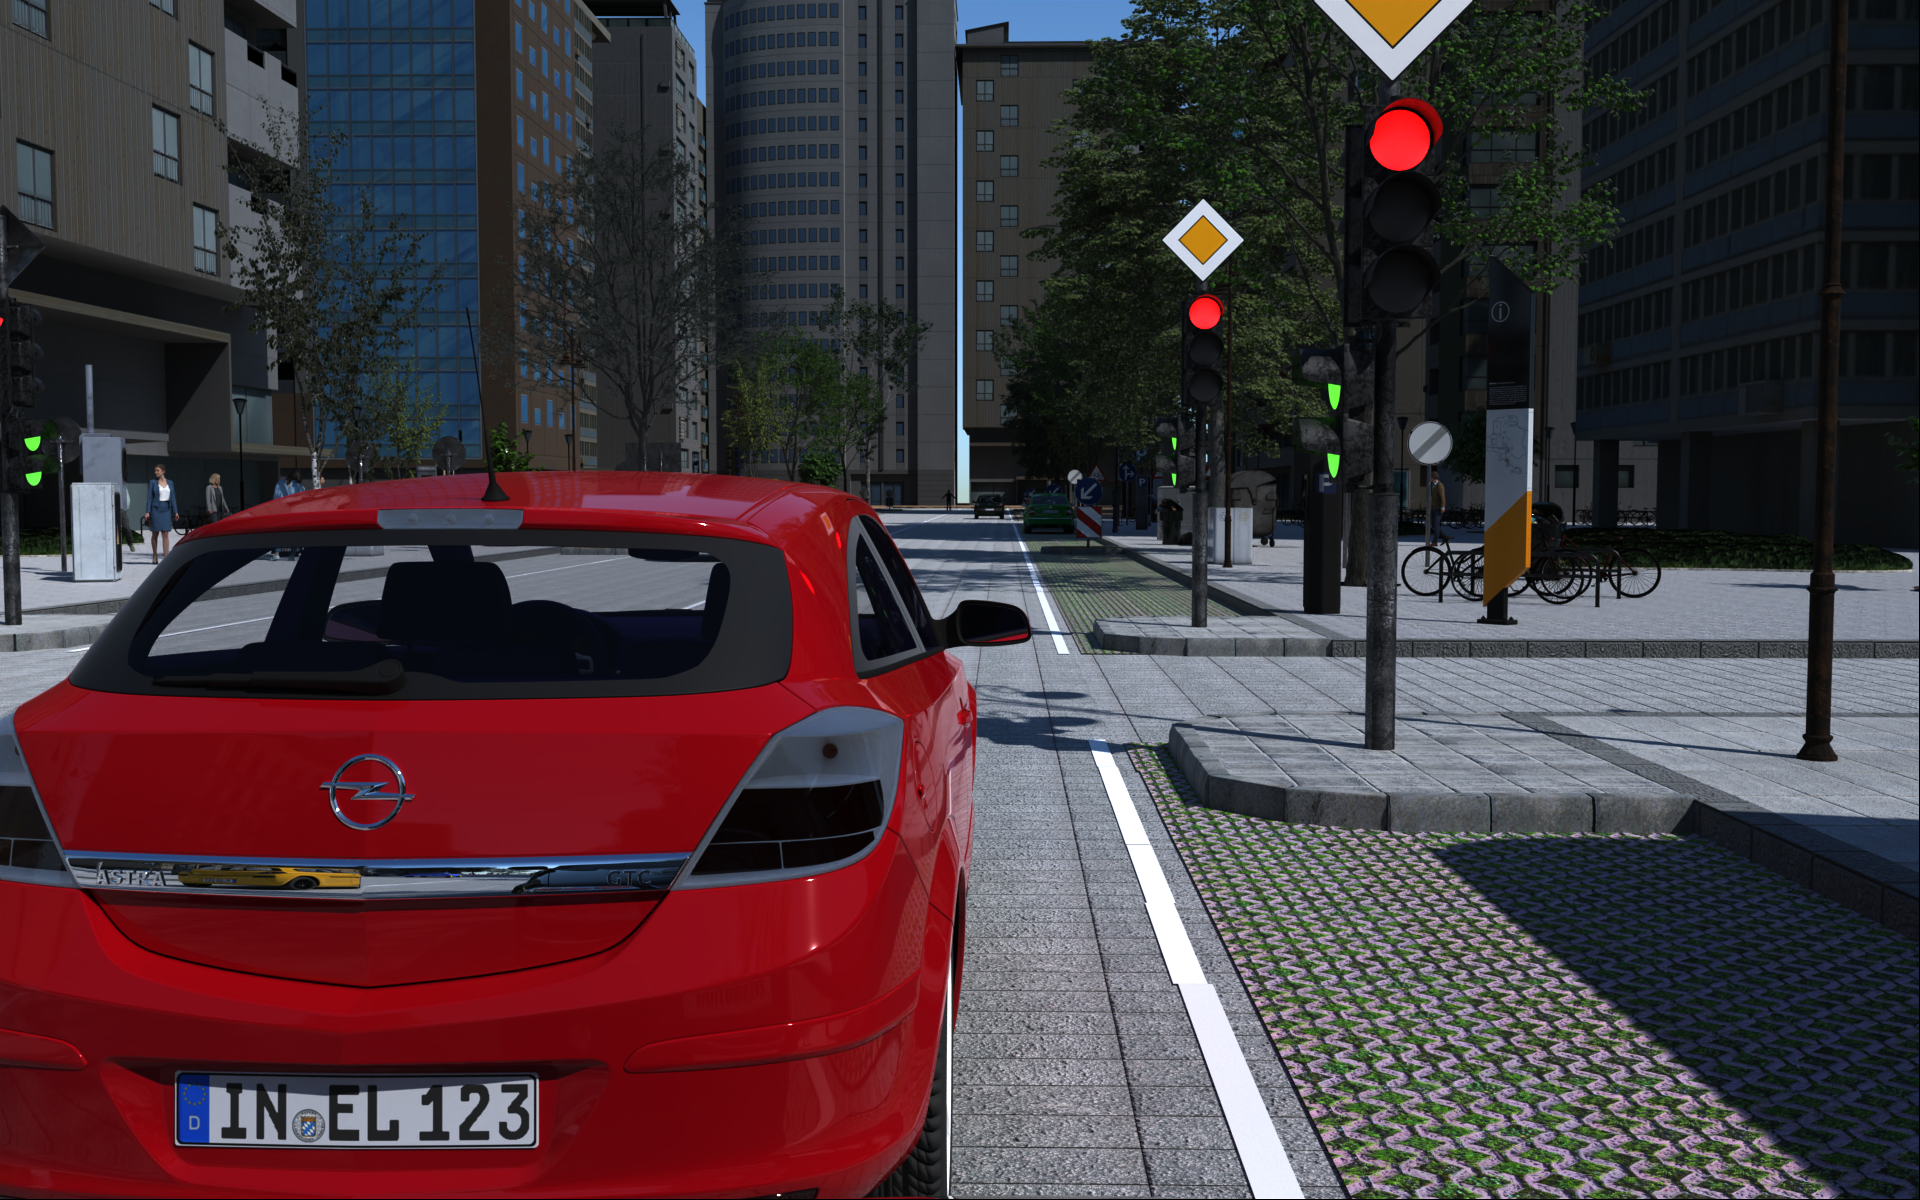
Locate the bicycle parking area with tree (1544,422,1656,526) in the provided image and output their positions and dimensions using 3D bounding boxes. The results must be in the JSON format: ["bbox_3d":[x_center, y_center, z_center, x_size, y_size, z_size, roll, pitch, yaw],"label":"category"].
[{"bbox_3d":[25.029,-5.176,71.624,9.016,4.147,8.231,1,4,21],"label":"bicycle parking area with tree"}]

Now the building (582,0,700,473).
[{"bbox_3d":[-29.677,-28.297,146.246,14.086,41.232,14.154,0,4,1],"label":"building"}]

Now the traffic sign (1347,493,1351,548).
[{"bbox_3d":[9.276,-2.517,41.256,0.768,2.556,0.104,0,4,8],"label":"traffic sign"}]

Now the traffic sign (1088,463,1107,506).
[{"bbox_3d":[5.633,-4.374,71.517,0.884,2.594,0.081,0,4,3],"label":"traffic sign"}]

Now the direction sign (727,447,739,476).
[{"bbox_3d":[-10.888,-5.586,83.326,0.876,3.537,0.379,3,4,37],"label":"direction sign"}]

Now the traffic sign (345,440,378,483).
[{"bbox_3d":[-14.117,-2.492,40.856,0.768,2.556,0.104,0,4,3],"label":"traffic sign"}]

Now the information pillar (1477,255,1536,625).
[{"bbox_3d":[5.357,-1.564,16.932,0.183,3.616,0.504,-3,5,-39],"label":"information pillar"}]

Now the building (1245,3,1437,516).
[{"bbox_3d":[30.832,-29.884,112.308,21.300,48.544,21.600,0,4,1],"label":"building"}]

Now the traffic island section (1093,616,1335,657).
[{"bbox_3d":[2.331,0.340,16.718,2.009,0.180,2.903,0,4,1],"label":"traffic island section"}]

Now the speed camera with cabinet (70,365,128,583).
[{"bbox_3d":[-12.908,-1.936,25.995,0.660,3.252,2.038,-1,4,-20],"label":"speed camera with cabinet"}]

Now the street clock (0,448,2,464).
[{"bbox_3d":[-12.361,-1.058,21.869,0.358,2.002,0.471,2,4,35],"label":"street clock"}]

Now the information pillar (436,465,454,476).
[{"bbox_3d":[-12.024,-2.201,40.475,0.304,2.012,0.304,2,4,33],"label":"information pillar"}]

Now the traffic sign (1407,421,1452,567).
[{"bbox_3d":[8.239,-1.856,30.446,0.768,2.556,0.104,1,4,9],"label":"traffic sign"}]

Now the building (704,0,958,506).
[{"bbox_3d":[-14.387,-40.200,199.269,28.212,58.520,21.231,0,4,1],"label":"building"}]

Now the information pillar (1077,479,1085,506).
[{"bbox_3d":[5.977,-4.955,85.499,0.304,2.012,0.304,-2,4,-30],"label":"information pillar"}]

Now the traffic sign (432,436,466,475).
[{"bbox_3d":[-11.233,-2.323,38.087,0.768,2.556,0.104,0,4,4],"label":"traffic sign"}]

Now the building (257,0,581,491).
[{"bbox_3d":[-30.693,-27.497,99.679,14.600,45.320,14.200,0,4,1],"label":"building"}]

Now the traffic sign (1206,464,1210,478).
[{"bbox_3d":[8.433,-3.504,57.297,0.884,2.594,0.081,0,4,4],"label":"traffic sign"}]

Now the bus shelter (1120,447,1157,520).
[{"bbox_3d":[9.036,-5.967,88.843,1.731,3.624,6.357,0,4,2],"label":"bus shelter"}]

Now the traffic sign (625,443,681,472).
[{"bbox_3d":[-12.133,-4.566,68.528,2.265,3.308,0.079,0,4,7],"label":"traffic sign"}]

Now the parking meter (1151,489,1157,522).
[{"bbox_3d":[9.108,-4.422,80.704,0.372,1.533,0.369,0,3,0],"label":"parking meter"}]

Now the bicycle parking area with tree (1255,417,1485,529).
[{"bbox_3d":[16.554,-4.891,66.978,9.016,4.147,8.231,1,4,20],"label":"bicycle parking area with tree"}]

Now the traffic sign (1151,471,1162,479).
[{"bbox_3d":[7.015,-3.646,59.613,0.884,2.594,0.081,1,4,10],"label":"traffic sign"}]

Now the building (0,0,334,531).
[{"bbox_3d":[-39.305,-28.558,56.159,28.713,52.752,27.495,0,4,1],"label":"building"}]

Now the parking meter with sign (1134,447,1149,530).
[{"bbox_3d":[6.588,-4.075,62.888,0.543,3.016,1.738,0,4,6],"label":"parking meter with sign"}]

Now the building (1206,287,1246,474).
[{"bbox_3d":[35.241,-17.975,138.924,27.650,21.520,28.899,0,4,1],"label":"building"}]

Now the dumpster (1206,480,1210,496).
[{"bbox_3d":[10.042,-3.836,68.484,1.264,1.857,1.865,0,4,2],"label":"dumpster"}]

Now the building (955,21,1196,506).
[{"bbox_3d":[13.552,-37.520,202.683,27.495,52.752,28.713,0,4,1],"label":"building"}]

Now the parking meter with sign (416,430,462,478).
[{"bbox_3d":[-14.392,-3.103,46.993,1.738,3.016,0.543,-1,4,-16],"label":"parking meter with sign"}]

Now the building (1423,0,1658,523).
[{"bbox_3d":[29.881,-19.098,83.961,14.160,30.474,14.107,0,4,1],"label":"building"}]

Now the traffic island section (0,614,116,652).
[{"bbox_3d":[-9.307,0.323,17.003,2.009,0.180,2.903,0,4,1],"label":"traffic island section"}]

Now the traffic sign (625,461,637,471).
[{"bbox_3d":[-12.755,-4.107,67.158,0.884,2.594,0.081,1,4,11],"label":"traffic sign"}]

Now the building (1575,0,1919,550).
[{"bbox_3d":[31.222,-21.584,44.775,23.993,40.220,32.217,0,4,1],"label":"building"}]

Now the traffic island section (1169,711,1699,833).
[{"bbox_3d":[2.138,0.828,8.735,2.009,0.180,2.903,0,4,1],"label":"traffic island section"}]

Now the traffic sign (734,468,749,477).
[{"bbox_3d":[-10.890,-5.261,86.130,0.768,2.556,0.104,1,4,9],"label":"traffic sign"}]

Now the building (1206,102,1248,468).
[{"bbox_3d":[42.687,-35.476,199.640,30.456,49.044,23.786,0,4,1],"label":"building"}]

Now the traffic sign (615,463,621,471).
[{"bbox_3d":[-13.588,-4.273,69.966,0.768,2.556,0.104,0,4,7],"label":"traffic sign"}]

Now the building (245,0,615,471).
[{"bbox_3d":[-38.750,-26.142,119.297,32.217,40.220,23.993,0,4,1],"label":"building"}]

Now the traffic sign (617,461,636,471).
[{"bbox_3d":[-12.975,-4.117,67.425,0.768,2.556,0.104,0,4,2],"label":"traffic sign"}]

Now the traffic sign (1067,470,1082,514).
[{"bbox_3d":[5.961,-5.494,89.934,0.768,2.556,0.104,0,4,3],"label":"traffic sign"}]

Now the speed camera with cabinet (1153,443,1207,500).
[{"bbox_3d":[8.390,-4.380,65.949,2.038,3.252,0.660,2,4,34],"label":"speed camera with cabinet"}]

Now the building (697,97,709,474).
[{"bbox_3d":[-39.286,-35.268,200.331,21.600,48.544,21.300,0,4,1],"label":"building"}]

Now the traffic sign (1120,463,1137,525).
[{"bbox_3d":[6.864,-4.339,71.053,0.768,2.556,0.104,1,4,8],"label":"traffic sign"}]

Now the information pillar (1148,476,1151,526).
[{"bbox_3d":[7.465,-3.961,69.257,0.304,2.012,0.304,0,4,-6],"label":"information pillar"}]

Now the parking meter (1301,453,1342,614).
[{"bbox_3d":[3.875,-0.787,18.583,0.399,1.863,0.255,0,4,-2],"label":"parking meter"}]

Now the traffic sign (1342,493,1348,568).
[{"bbox_3d":[6.648,-1.819,29.845,0.768,2.556,0.104,1,4,9],"label":"traffic sign"}]

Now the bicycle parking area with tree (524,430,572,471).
[{"bbox_3d":[-19.265,-5.728,80.660,9.016,4.147,8.231,1,4,21],"label":"bicycle parking area with tree"}]

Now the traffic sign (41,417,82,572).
[{"bbox_3d":[-14.775,-1.736,28.490,0.768,2.556,0.104,0,4,8],"label":"traffic sign"}]

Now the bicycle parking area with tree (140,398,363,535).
[{"bbox_3d":[-20.568,-4.121,54.388,9.016,4.147,8.231,2,4,33],"label":"bicycle parking area with tree"}]

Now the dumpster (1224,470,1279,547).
[{"bbox_3d":[7.120,-2.255,42.635,1.264,1.857,1.865,0,4,2],"label":"dumpster"}]

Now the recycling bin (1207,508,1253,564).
[{"bbox_3d":[4.960,-1.182,31.884,0.722,1.027,0.722,0,4,-3],"label":"recycling bin"}]
